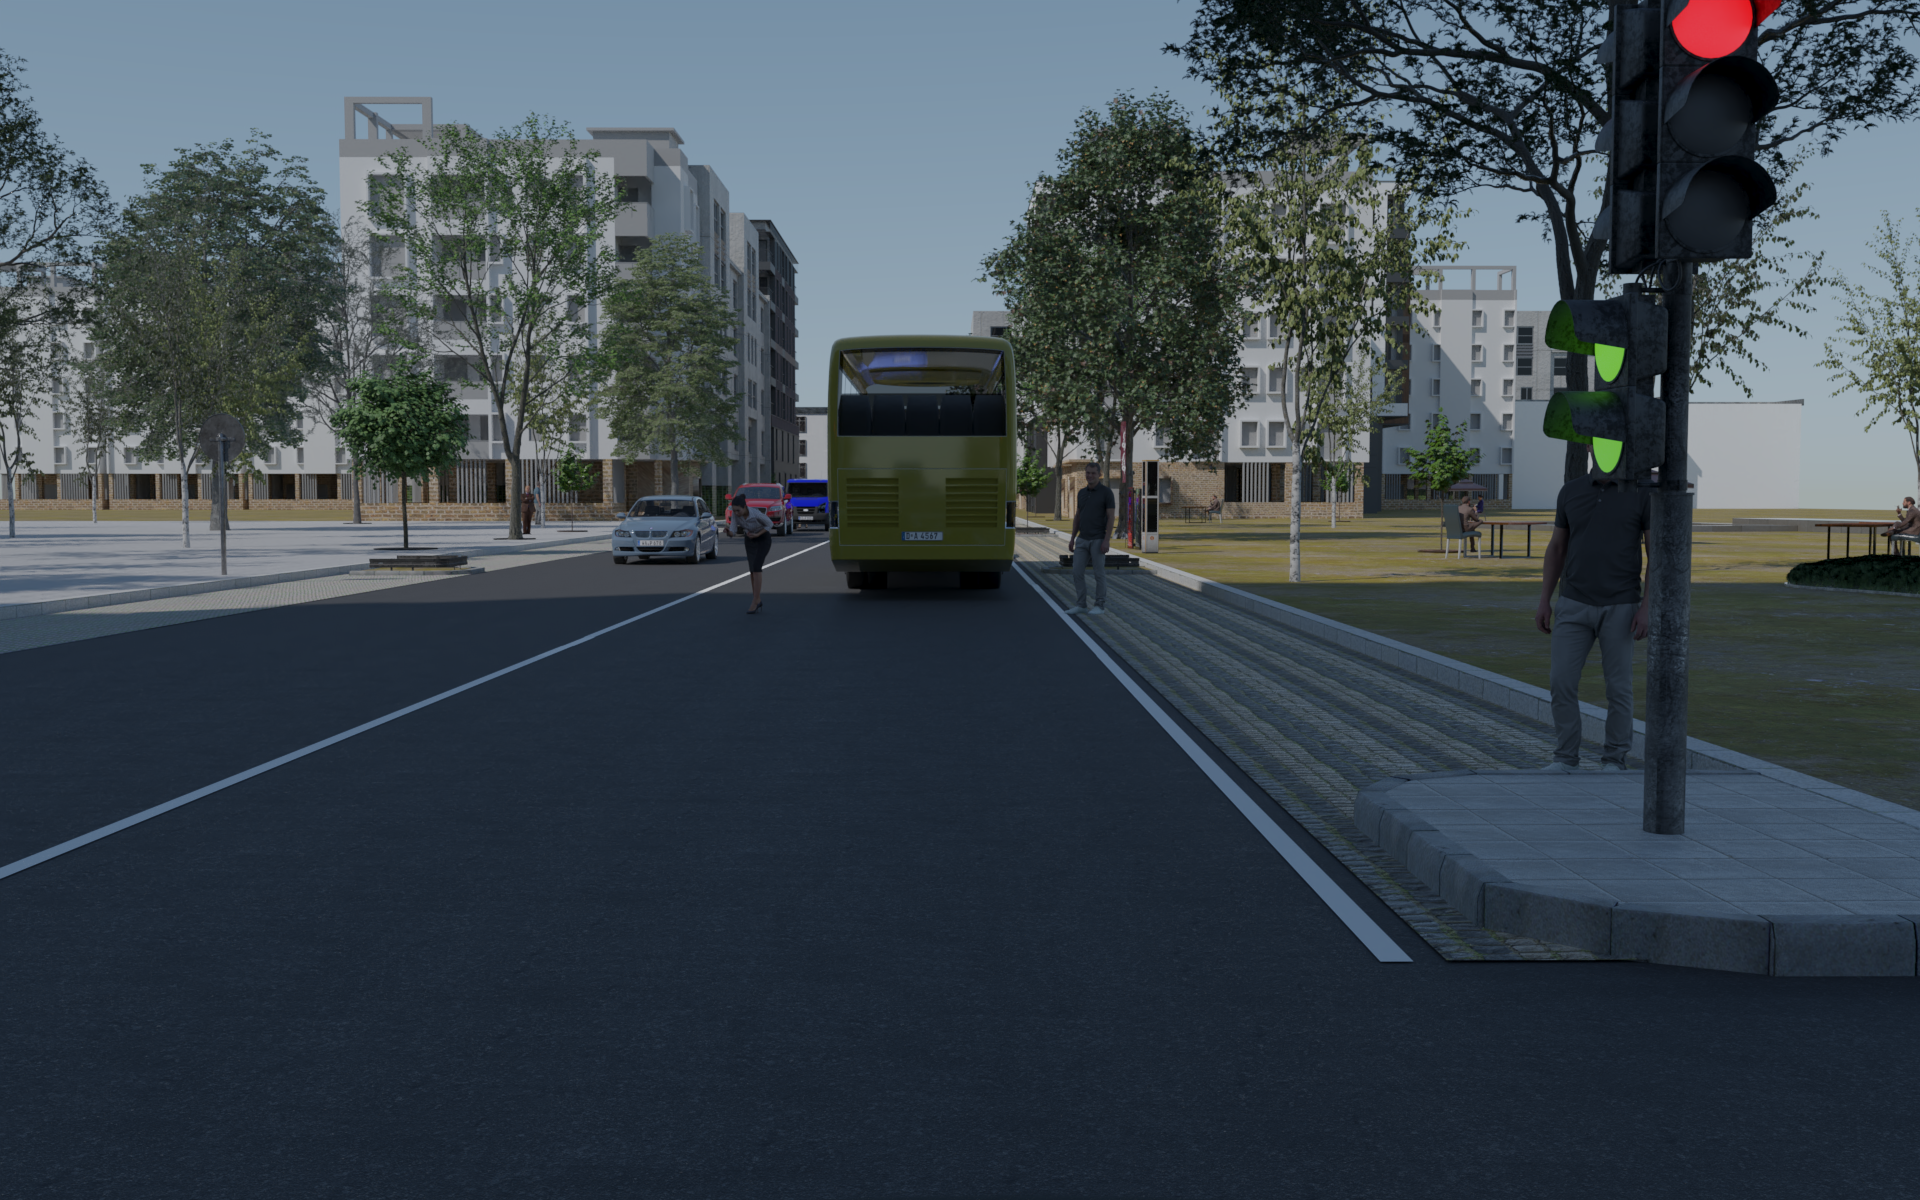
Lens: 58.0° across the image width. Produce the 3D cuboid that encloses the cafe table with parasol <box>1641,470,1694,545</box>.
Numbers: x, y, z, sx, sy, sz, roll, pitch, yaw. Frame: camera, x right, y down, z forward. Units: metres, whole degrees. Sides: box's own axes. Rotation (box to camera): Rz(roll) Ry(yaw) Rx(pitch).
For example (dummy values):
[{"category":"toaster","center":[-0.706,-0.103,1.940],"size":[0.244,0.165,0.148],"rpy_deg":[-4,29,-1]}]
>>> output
[{"category":"cafe table with parasol","center":[17.560,-2.424,44.504],"size":[2.610,1.966,2.610],"rpy_deg":[-2,4,-29]}]

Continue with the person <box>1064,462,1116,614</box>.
[{"category":"person","center":[1.538,-0.731,20.581],"size":[0.434,1.807,0.598],"rpy_deg":[-3,4,-38]}]

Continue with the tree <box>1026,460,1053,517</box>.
[{"category":"tree","center":[4.065,-6.167,95.429],"size":[1.663,3.219,1.824],"rpy_deg":[0,3,0]}]

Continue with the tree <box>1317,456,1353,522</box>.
[{"category":"tree","center":[17.647,-5.232,80.142],"size":[1.663,3.219,1.824],"rpy_deg":[0,3,0]}]

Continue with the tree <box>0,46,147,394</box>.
[{"category":"tree","center":[-20.398,-6.072,33.690],"size":[8.767,10.594,7.601],"rpy_deg":[-1,4,-23]}]

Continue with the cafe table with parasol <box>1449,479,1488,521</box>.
[{"category":"cafe table with parasol","center":[23.368,-4.596,80.015],"size":[2.610,1.966,2.610],"rpy_deg":[-1,4,-18]}]

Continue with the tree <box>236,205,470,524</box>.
[{"category":"tree","center":[-26.024,-10.019,74.175],"size":[12.009,13.543,11.850],"rpy_deg":[0,3,0]}]

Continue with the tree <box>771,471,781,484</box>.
[{"category":"tree","center":[-13.908,-8.156,127.960],"size":[1.663,3.219,1.824],"rpy_deg":[0,3,0]}]

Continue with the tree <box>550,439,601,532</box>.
[{"category":"tree","center":[-13.204,-3.907,58.477],"size":[1.663,3.219,1.824],"rpy_deg":[0,3,0]}]

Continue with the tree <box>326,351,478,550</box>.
[{"category":"tree","center":[-12.880,-3.448,40.082],"size":[4.285,4.588,4.351],"rpy_deg":[0,3,0]}]

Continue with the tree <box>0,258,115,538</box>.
[{"category":"tree","center":[-28.061,-6.137,50.696],"size":[4.360,8.622,3.978],"rpy_deg":[0,3,0]}]

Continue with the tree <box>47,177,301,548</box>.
[{"category":"tree","center":[-18.260,-5.553,41.150],"size":[4.360,8.622,3.978],"rpy_deg":[0,3,0]}]

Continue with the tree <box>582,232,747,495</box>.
[{"category":"tree","center":[-12.884,-9.633,75.625],"size":[7.486,12.596,7.792],"rpy_deg":[0,3,0]}]

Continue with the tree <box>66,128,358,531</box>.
[{"category":"tree","center":[-26.216,-9.421,60.696],"size":[9.857,13.997,8.962],"rpy_deg":[0,3,0]}]

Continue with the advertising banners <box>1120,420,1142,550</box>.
[{"category":"advertising banners","center":[4.011,-2.715,40.579],"size":[0.090,3.025,2.074],"rpy_deg":[0,4,-8]}]

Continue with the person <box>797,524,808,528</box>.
[{"category":"person","center":[-6.645,-3.825,73.109],"size":[0.516,1.574,0.319],"rpy_deg":[-2,4,-25]}]

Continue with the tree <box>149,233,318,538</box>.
[{"category":"tree","center":[-21.048,-6.081,49.782],"size":[4.737,8.622,4.395],"rpy_deg":[0,3,0]}]

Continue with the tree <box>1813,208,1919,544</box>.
[{"category":"tree","center":[24.207,-5.714,43.790],"size":[4.737,8.622,4.395],"rpy_deg":[0,3,0]}]

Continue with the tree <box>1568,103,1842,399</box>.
[{"category":"tree","center":[11.782,-4.769,28.330],"size":[4.360,8.622,3.978],"rpy_deg":[0,3,0]}]

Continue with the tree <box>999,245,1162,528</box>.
[{"category":"tree","center":[5.399,-8.524,65.118],"size":[9.928,11.665,9.643],"rpy_deg":[0,3,0]}]

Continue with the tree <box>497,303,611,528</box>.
[{"category":"tree","center":[-15.464,-6.984,64.543],"size":[4.737,8.622,4.395],"rpy_deg":[0,3,0]}]

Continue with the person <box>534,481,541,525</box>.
[{"category":"person","center":[-17.569,-4.045,72.303],"size":[0.434,1.807,0.598],"rpy_deg":[-1,4,-11]}]

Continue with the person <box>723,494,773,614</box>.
[{"category":"person","center":[-2.549,-0.555,20.760],"size":[0.628,1.438,0.799],"rpy_deg":[-1,4,-12]}]

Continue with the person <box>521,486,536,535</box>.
[{"category":"person","center":[-13.685,-2.851,54.927],"size":[0.482,1.546,0.388],"rpy_deg":[-1,4,-17]}]

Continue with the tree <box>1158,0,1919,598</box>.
[{"category":"tree","center":[4.868,-4.878,14.163],"size":[7.601,10.594,8.767],"rpy_deg":[-2,4,-27]}]

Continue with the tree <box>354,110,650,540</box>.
[{"category":"tree","center":[-12.530,-7.486,48.147],"size":[9.928,11.665,9.643],"rpy_deg":[0,3,0]}]

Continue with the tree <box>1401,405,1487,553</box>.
[{"category":"tree","center":[10.476,-2.659,38.068],"size":[1.663,3.219,1.824],"rpy_deg":[0,3,0]}]

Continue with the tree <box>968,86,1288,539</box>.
[{"category":"tree","center":[4.743,-8.079,49.094],"size":[9.611,12.733,9.660],"rpy_deg":[0,3,0]}]

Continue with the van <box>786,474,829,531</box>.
[{"category":"van","center":[-5.896,-3.910,68.317],"size":[2.240,2.365,5.245],"rpy_deg":[0,4,-1]}]

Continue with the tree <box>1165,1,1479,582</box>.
[{"category":"tree","center":[5.141,-4.570,25.074],"size":[4.737,8.622,4.395],"rpy_deg":[0,3,0]}]

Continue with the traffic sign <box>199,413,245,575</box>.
[{"category":"traffic sign","center":[-11.675,-1.670,27.403],"size":[0.768,2.556,0.104],"rpy_deg":[0,4,7]}]
